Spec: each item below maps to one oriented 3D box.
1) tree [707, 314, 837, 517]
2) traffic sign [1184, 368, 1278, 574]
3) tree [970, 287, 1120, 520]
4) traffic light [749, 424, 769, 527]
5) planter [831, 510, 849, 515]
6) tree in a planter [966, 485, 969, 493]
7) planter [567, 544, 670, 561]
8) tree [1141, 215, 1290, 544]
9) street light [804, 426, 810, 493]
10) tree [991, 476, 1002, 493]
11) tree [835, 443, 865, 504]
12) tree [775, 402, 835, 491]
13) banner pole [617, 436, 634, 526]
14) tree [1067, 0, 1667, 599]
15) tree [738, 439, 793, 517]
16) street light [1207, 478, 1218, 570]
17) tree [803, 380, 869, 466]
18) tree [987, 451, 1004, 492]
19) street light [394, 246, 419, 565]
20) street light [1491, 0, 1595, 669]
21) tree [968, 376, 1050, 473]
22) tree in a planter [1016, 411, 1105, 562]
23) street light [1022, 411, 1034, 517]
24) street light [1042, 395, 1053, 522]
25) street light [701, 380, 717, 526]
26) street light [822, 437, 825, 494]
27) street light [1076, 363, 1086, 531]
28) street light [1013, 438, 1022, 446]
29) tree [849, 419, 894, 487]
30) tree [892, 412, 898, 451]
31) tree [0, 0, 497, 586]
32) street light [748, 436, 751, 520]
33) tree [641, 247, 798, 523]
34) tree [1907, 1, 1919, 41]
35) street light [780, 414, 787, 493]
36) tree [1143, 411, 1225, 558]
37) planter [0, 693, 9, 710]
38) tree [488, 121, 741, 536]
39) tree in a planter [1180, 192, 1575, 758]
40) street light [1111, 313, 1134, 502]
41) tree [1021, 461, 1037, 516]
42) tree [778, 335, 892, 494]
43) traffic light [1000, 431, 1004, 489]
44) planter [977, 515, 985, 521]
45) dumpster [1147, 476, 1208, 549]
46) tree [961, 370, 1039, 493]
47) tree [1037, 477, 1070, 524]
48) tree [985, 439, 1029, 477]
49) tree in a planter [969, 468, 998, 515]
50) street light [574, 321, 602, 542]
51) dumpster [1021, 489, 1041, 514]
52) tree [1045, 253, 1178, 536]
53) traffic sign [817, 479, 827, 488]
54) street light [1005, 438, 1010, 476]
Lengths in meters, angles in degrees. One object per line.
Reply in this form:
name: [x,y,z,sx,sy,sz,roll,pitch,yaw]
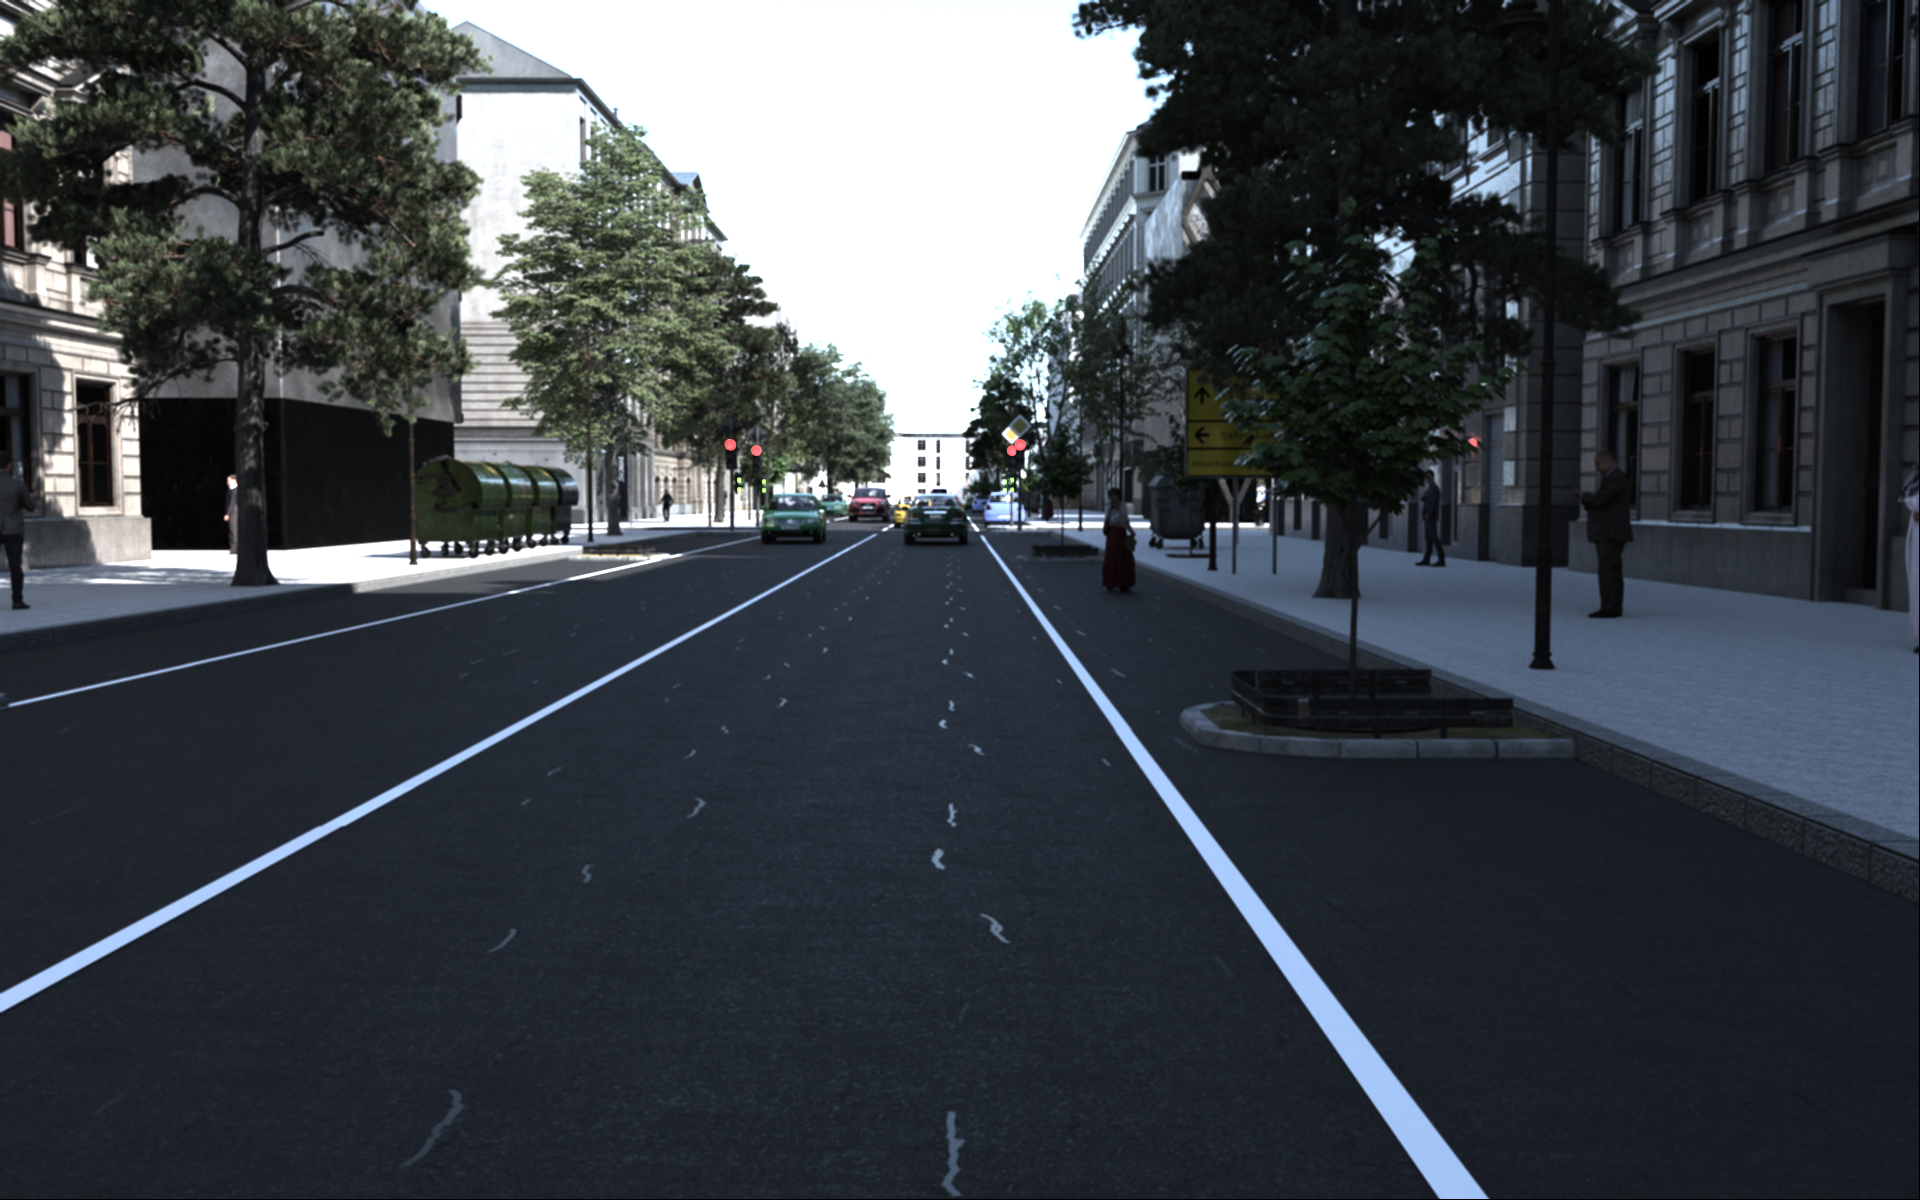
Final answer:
tree: [-9.772,-9.477,89.367,7.601,10.594,8.767,0,4,5]
traffic sign: [4.725,-2.068,27.690,2.265,3.308,0.079,0,4,3]
tree: [4.318,-9.819,86.303,9.928,11.665,9.643,0,3,0]
traffic light: [-7.944,-4.823,68.094,0.839,4.213,0.868,0,4,0]
planter: [-7.924,-6.063,120.274,1.991,0.319,1.994,0,4,0]
tree in a planter: [1.525,-10.567,169.998,1.991,3.239,1.994,0,4,0]
planter: [-7.492,-1.052,38.333,1.991,0.319,1.994,0,4,0]
tree: [6.868,-5.752,44.406,4.360,8.622,3.978,0,3,0]
street light: [-10.205,-8.768,116.139,0.468,5.910,1.993,0,4,0]
tree: [3.738,-11.545,183.365,1.663,3.219,1.824,0,3,0]
tree: [-10.767,-12.912,161.471,4.737,8.622,4.395,0,3,0]
tree: [-12.017,-10.855,127.841,4.737,8.622,4.395,0,3,0]
banner pole: [-13.311,-4.822,68.857,0.863,3.779,0.401,1,4,11]
tree: [4.792,-6.059,21.118,6.751,12.117,7.091,0,3,0]
tree: [-10.929,-6.908,96.654,4.285,4.588,4.351,0,3,0]
street light: [4.259,-3.440,29.027,0.468,5.910,1.993,0,4,0]
tree: [-11.474,-13.961,154.018,9.928,11.665,9.643,0,3,0]
tree: [4.033,-15.800,208.697,4.360,8.622,3.978,0,3,0]
street light: [-9.889,-3.570,31.162,0.468,5.910,1.993,0,4,0]
street light: [4.285,-2.433,12.574,0.468,5.910,1.993,0,4,0]
tree: [4.091,-12.267,134.982,7.601,10.594,8.767,-2,4,-26]
tree in a planter: [2.213,-2.448,37.254,1.991,3.239,1.994,0,4,0]
street light: [3.842,-7.543,96.112,0.468,5.910,1.993,0,4,0]
street light: [4.079,-6.607,80.806,0.468,5.910,1.993,0,4,0]
street light: [-9.944,-5.866,68.693,0.468,5.910,1.993,0,4,0]
street light: [-10.419,-9.742,132.064,0.468,5.910,1.993,0,4,0]
street light: [4.173,-5.323,59.822,0.468,5.910,1.993,0,4,0]
street light: [3.856,-8.479,111.418,0.468,5.910,1.993,0,4,0]
tree: [-11.749,-18.095,217.912,6.751,12.117,7.091,0,3,0]
tree: [-10.917,-16.801,181.346,9.857,13.997,8.962,0,3,0]
tree: [-9.954,-6.241,24.089,6.751,12.117,7.091,0,3,0]
street light: [-10.230,-6.802,83.998,0.468,5.910,1.993,0,4,0]
tree: [-10.664,-9.477,77.006,6.751,12.117,7.091,0,3,0]
tree: [7.384,-3.702,10.885,4.360,8.622,3.978,0,3,0]
street light: [-10.202,-7.793,100.205,0.468,5.910,1.993,0,4,0]
tree: [4.748,-2.474,35.049,1.663,3.219,1.824,0,3,0]
planter: [-7.362,0.614,11.104,1.991,0.319,1.994,0,4,0]
tree: [-10.600,-8.239,52.843,7.486,12.596,7.792,0,3,0]
tree in a planter: [2.360,-0.800,10.299,1.991,3.239,1.994,0,4,0]
street light: [4.149,-4.382,44.436,0.468,5.910,1.993,0,4,0]
tree: [4.003,-6.472,100.423,1.663,3.219,1.824,0,3,0]
tree: [-10.351,-14.148,137.969,9.857,13.997,8.962,0,3,0]
traffic light: [2.017,-4.827,68.161,0.839,4.213,0.868,0,4,0]
planter: [1.921,-4.420,93.401,1.991,0.319,1.994,0,4,0]
dumpster: [5.141,-2.149,40.896,1.264,1.857,1.865,0,4,0]
tree: [4.061,-16.424,175.956,7.806,13.903,7.818,0,3,0]
tree: [4.340,-4.866,74.160,1.663,3.219,1.824,0,3,0]
tree: [4.403,-12.560,155.723,4.737,8.622,4.395,0,3,0]
tree in a planter: [1.774,-7.525,120.255,1.991,3.239,1.994,0,4,0]
street light: [-9.949,-4.506,46.469,0.468,5.910,1.993,0,4,0]
dumpster: [4.453,-6.346,109.509,1.264,1.857,1.865,0,4,0]
tree: [4.533,-6.260,52.708,4.737,8.622,4.395,0,3,0]
traffic sign: [-11.436,-8.786,143.652,0.884,2.594,0.081,0,4,5]
street light: [3.764,-9.415,126.724,0.468,5.910,1.993,0,4,0]
